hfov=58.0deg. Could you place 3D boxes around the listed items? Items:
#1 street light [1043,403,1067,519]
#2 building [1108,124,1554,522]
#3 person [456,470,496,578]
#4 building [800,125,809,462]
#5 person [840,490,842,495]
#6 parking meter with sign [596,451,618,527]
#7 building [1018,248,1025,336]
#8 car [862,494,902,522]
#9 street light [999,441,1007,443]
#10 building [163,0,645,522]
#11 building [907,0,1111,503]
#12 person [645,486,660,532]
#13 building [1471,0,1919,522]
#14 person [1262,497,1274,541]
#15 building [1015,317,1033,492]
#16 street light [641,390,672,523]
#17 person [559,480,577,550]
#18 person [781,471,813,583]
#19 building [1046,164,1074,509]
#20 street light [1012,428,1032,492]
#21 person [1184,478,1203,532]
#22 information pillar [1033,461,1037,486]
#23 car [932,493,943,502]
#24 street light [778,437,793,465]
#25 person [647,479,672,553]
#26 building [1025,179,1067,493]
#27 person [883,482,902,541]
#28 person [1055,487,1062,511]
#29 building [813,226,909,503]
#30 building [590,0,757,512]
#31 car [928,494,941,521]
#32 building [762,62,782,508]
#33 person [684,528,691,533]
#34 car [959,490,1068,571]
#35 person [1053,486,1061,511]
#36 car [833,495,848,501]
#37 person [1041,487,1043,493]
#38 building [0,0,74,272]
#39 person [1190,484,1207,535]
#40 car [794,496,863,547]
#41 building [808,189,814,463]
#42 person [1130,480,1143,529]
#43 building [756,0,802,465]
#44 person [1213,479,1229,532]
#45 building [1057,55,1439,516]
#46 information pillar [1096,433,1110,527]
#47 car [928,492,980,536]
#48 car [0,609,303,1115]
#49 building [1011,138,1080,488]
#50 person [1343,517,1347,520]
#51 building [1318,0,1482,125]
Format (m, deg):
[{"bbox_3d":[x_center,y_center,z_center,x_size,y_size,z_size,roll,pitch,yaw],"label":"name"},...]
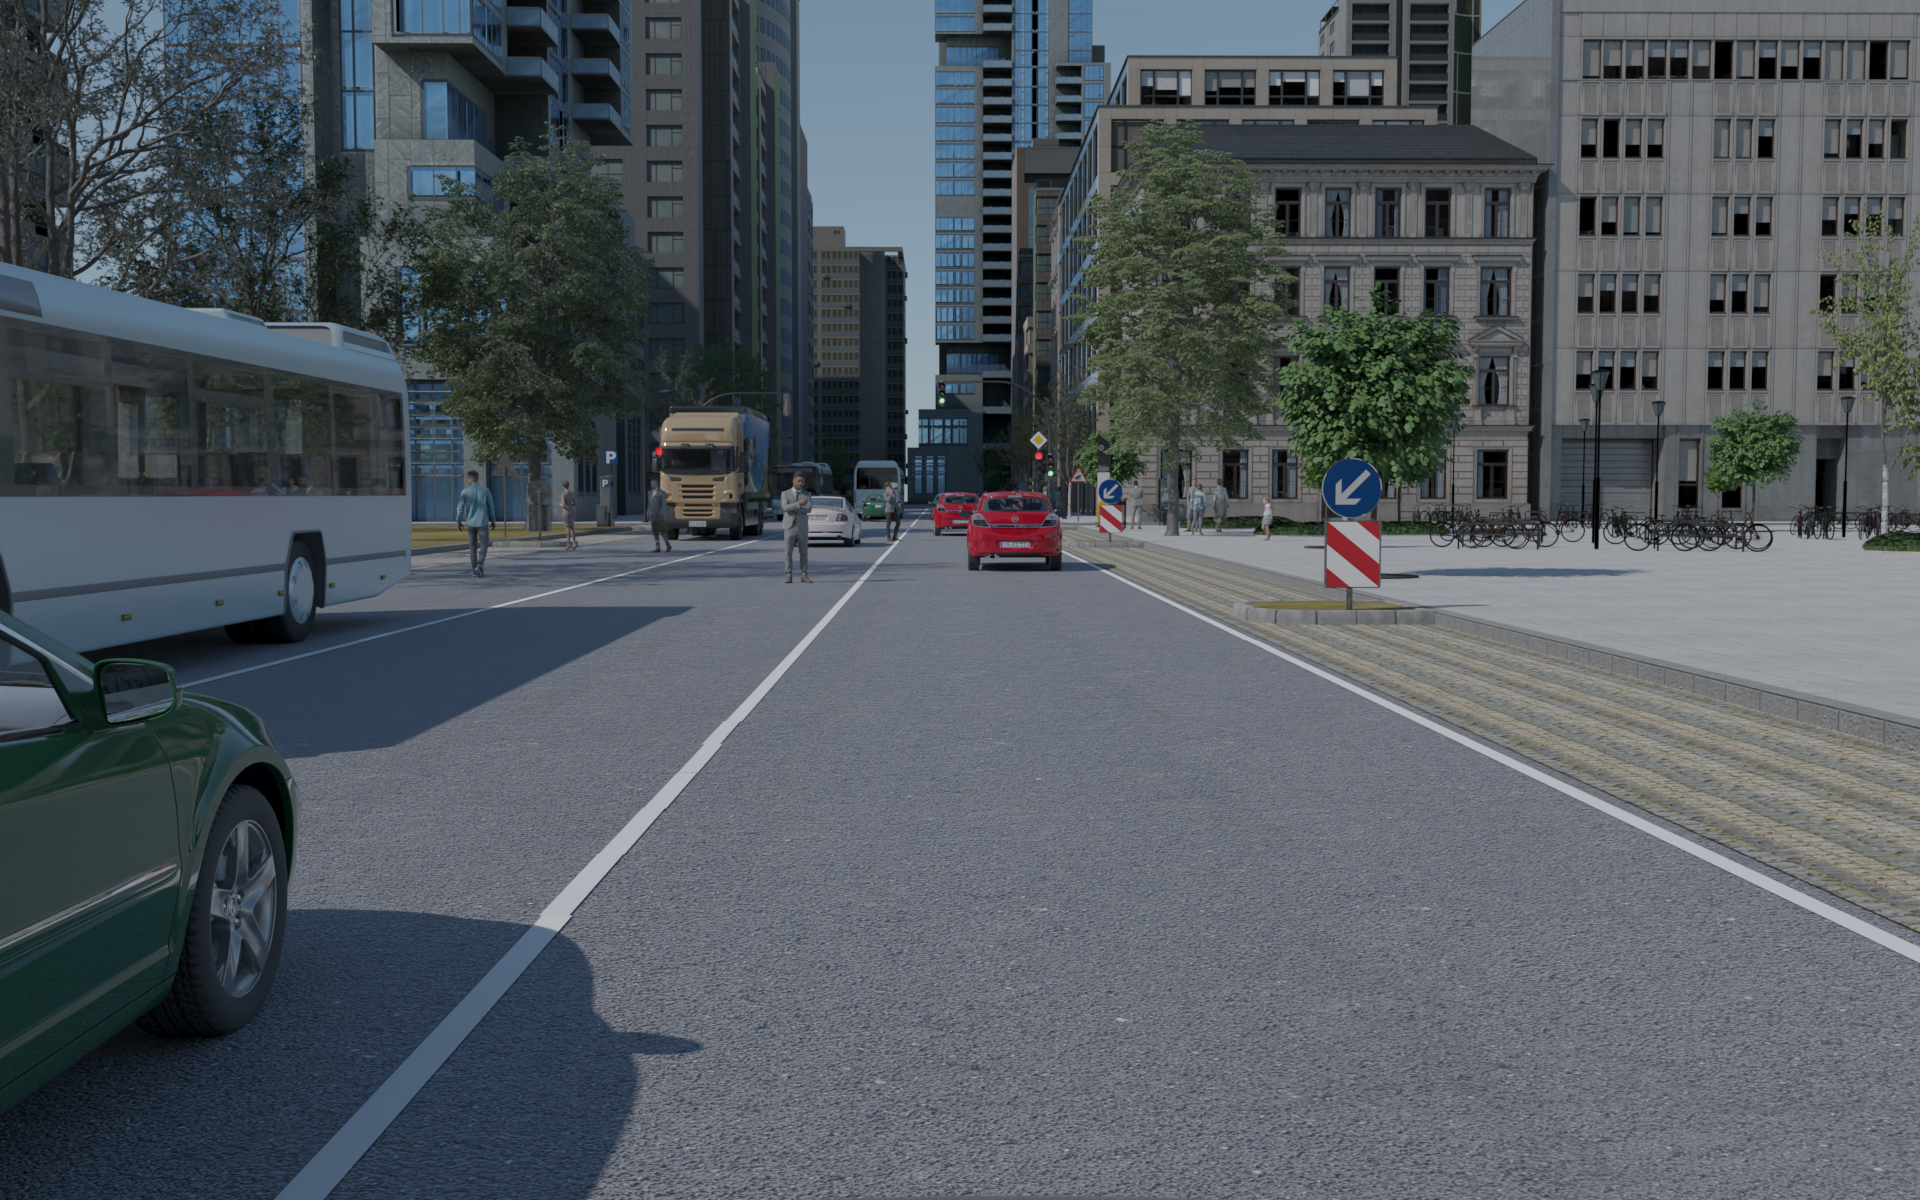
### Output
[{"bbox_3d":[4.823,-7.110,88.787,1.470,5.913,1.316,0,4,-1],"label":"street light"},{"bbox_3d":[17.283,-13.431,84.218,19.286,19.102,10.561,0,4,-1],"label":"building"},{"bbox_3d":[-8.343,-1.309,29.771,0.638,1.841,0.748,0,4,-1],"label":"person"},{"bbox_3d":[-25.107,-33.733,201.647,14.600,45.320,14.200,0,4,-1],"label":"building"},{"bbox_3d":[-15.616,-13.545,227.435,0.705,1.831,1.348,0,4,8],"label":"person"},{"bbox_3d":[-13.998,-4.424,68.586,0.543,3.016,1.738,0,4,2],"label":"parking meter with sign"},{"bbox_3d":[13.722,-26.468,204.460,14.160,30.474,14.107,0,4,-1],"label":"building"},{"bbox_3d":[-4.172,-4.873,91.472,2.131,1.459,4.920,0,4,1],"label":"car"},{"bbox_3d":[4.117,-11.024,152.788,1.470,5.913,1.316,0,4,-1],"label":"street light"},{"bbox_3d":[-28.963,-47.660,91.912,22.319,86.520,31.000,0,4,-1],"label":"building"},{"bbox_3d":[8.114,-57.172,247.426,31.000,86.520,22.319,0,4,-1],"label":"building"},{"bbox_3d":[-11.460,-3.429,64.917,0.716,1.782,0.532,-2,4,-29],"label":"person"},{"bbox_3d":[36.874,-16.374,85.743,19.932,24.808,12.078,0,4,-1],"label":"building"},{"bbox_3d":[8.518,-2.238,47.657,0.382,1.210,0.505,-1,4,-14],"label":"person"},{"bbox_3d":[20.236,-20.691,183.341,27.650,21.520,28.899,0,4,-1],"label":"building"},{"bbox_3d":[-13.570,-6.421,77.532,1.470,5.913,1.316,0,4,-1],"label":"street light"},{"bbox_3d":[-10.044,-2.172,44.357,0.374,1.781,0.599,2,4,32],"label":"person"},{"bbox_3d":[-2.613,-1.173,27.858,0.511,1.800,0.466,-2,4,-27],"label":"person"},{"bbox_3d":[14.283,-21.829,142.808,13.634,28.700,20.117,0,4,-1],"label":"building"},{"bbox_3d":[4.473,-9.087,121.118,1.470,5.913,1.316,0,4,-1],"label":"street light"},{"bbox_3d":[7.944,-3.219,58.773,0.635,1.810,0.391,2,4,31],"label":"person"},{"bbox_3d":[5.135,-7.696,117.189,0.183,3.616,0.504,-3,5,-41],"label":"information pillar"},{"bbox_3d":[-0.573,-5.580,100.276,2.155,1.783,4.494,0,4,1],"label":"car"},{"bbox_3d":[-14.275,-10.313,141.152,1.470,5.913,1.316,0,4,-1],"label":"street light"},{"bbox_3d":[-7.440,-2.073,42.512,0.709,1.813,0.853,2,4,26],"label":"person"},{"bbox_3d":[13.724,-23.843,161.531,14.160,30.474,14.107,0,4,-1],"label":"building"},{"bbox_3d":[-2.065,-2.698,52.798,0.592,1.802,0.473,-3,4,-36],"label":"person"},{"bbox_3d":[6.503,-6.576,113.905,0.624,1.780,0.694,-1,4,-10],"label":"person"},{"bbox_3d":[-19.688,-34.384,254.059,23.993,40.220,32.217,0,4,-1],"label":"building"},{"bbox_3d":[-22.994,-27.368,131.062,14.154,41.232,14.086,0,4,-1],"label":"building"},{"bbox_3d":[-0.699,-5.098,95.152,2.131,1.459,4.920,0,4,-1],"label":"car"},{"bbox_3d":[-24.089,-29.081,159.072,14.154,41.232,14.086,0,4,-1],"label":"building"},{"bbox_3d":[-9.866,-3.310,63.103,0.515,1.767,0.782,1,4,13],"label":"person"},{"bbox_3d":[1.053,-1.522,33.932,2.155,1.783,4.494,0,4,1],"label":"car"},{"bbox_3d":[6.428,-6.674,115.421,0.793,1.790,0.793,-2,4,-35],"label":"person"},{"bbox_3d":[-10.015,-7.816,140.366,1.945,1.354,3.894,0,4,1],"label":"car"},{"bbox_3d":[5.433,-6.490,112.169,0.388,1.821,0.555,-2,4,-27],"label":"person"},{"bbox_3d":[-66.480,-30.940,95.114,27.495,52.752,28.713,0,4,-1],"label":"building"},{"bbox_3d":[7.517,-2.850,54.454,0.589,1.601,0.330,3,4,37],"label":"person"},{"bbox_3d":[-3.790,-2.203,48.377,2.083,1.381,4.827,0,4,0],"label":"car"},{"bbox_3d":[-25.709,-32.762,219.254,14.086,41.232,14.154,0,4,-1],"label":"building"},{"bbox_3d":[6.505,-3.522,63.812,0.511,1.800,0.466,0,4,-3],"label":"person"},{"bbox_3d":[-28.190,-39.024,180.043,21.231,58.520,28.212,0,4,-1],"label":"building"},{"bbox_3d":[8.700,-3.166,58.037,0.478,1.798,0.641,3,4,38],"label":"person"},{"bbox_3d":[17.262,-19.024,115.554,19.350,26.468,34.151,0,4,-1],"label":"building"},{"bbox_3d":[5.520,-4.606,66.658,0.504,3.616,0.183,1,4,20],"label":"information pillar"},{"bbox_3d":[-0.044,-3.162,60.745,2.155,1.783,4.494,0,4,-2],"label":"car"},{"bbox_3d":[-2.762,0.527,3.182,2.131,1.459,4.920,0,4,-2],"label":"car"},{"bbox_3d":[13.719,-34.762,218.464,14.600,45.320,14.200,0,4,-1],"label":"building"},{"bbox_3d":[10.432,-2.428,46.742,0.522,1.701,0.512,-1,4,-13],"label":"person"},{"bbox_3d":[63.172,-49.495,247.496,20.611,71.187,20.563,0,4,-1],"label":"building"}]
